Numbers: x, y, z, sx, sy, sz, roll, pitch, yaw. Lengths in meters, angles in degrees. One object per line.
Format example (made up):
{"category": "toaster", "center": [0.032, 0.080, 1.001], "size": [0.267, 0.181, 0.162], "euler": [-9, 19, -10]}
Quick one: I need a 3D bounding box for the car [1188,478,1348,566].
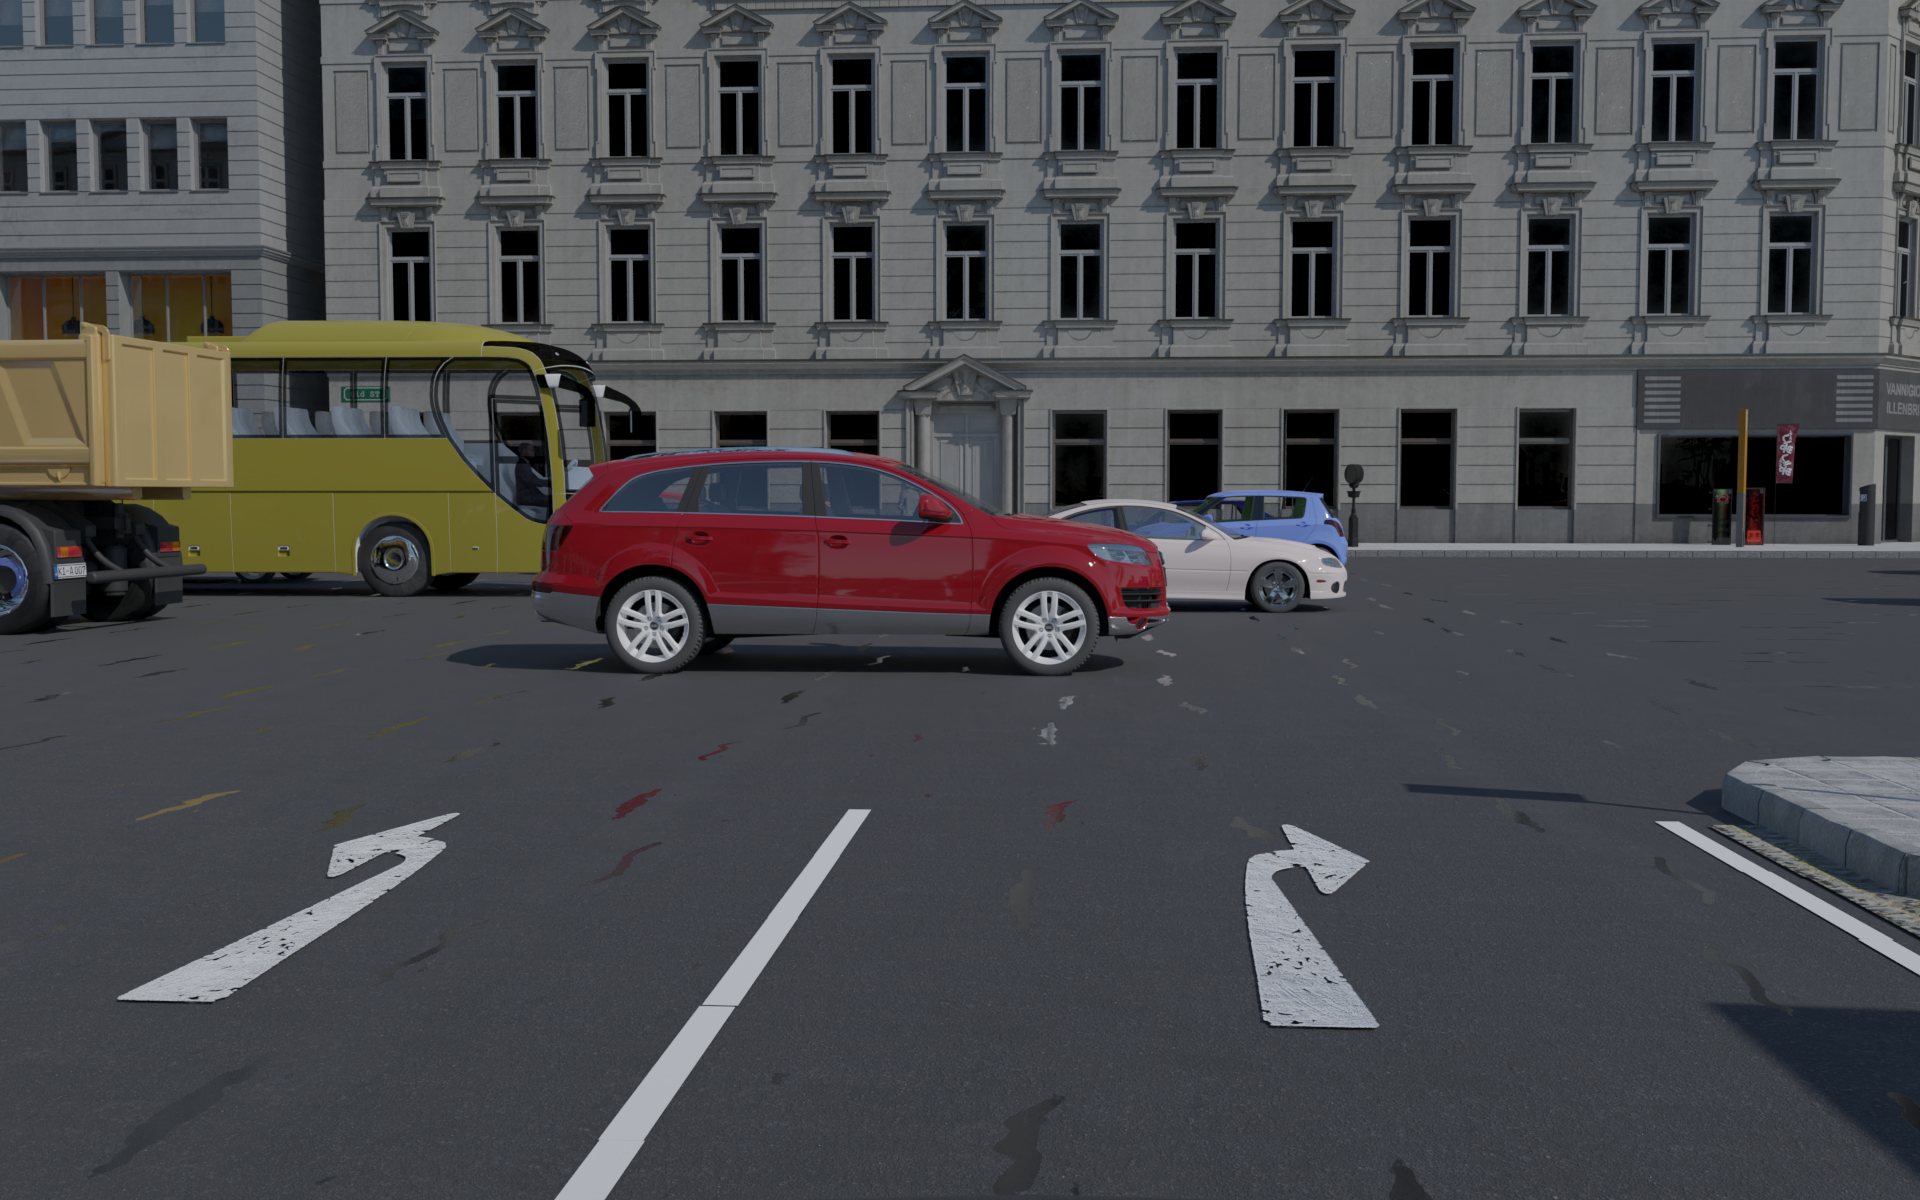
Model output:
{"category": "car", "center": [4.445, -1.148, 28.369], "size": [3.694, 1.707, 1.945], "euler": [0, 4, 3]}

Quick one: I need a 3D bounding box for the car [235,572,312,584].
{"category": "car", "center": [-12.710, -1.195, 28.575], "size": [4.494, 1.783, 2.155], "euler": [0, 4, 3]}

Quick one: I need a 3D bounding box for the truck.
{"category": "truck", "center": [-13.230, -1.416, 19.074], "size": [9.791, 3.379, 3.469], "euler": [0, 4, 6]}

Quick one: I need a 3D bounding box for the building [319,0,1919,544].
{"category": "building", "center": [4.783, -16.896, 52.670], "size": [44.131, 29.872, 17.030], "euler": [0, 4, 4]}

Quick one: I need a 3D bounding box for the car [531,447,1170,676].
{"category": "car", "center": [-0.892, -0.364, 14.618], "size": [5.304, 1.827, 2.281], "euler": [0, 4, 3]}

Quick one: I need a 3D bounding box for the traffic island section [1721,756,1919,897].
{"category": "traffic island section", "center": [4.412, 0.936, 6.980], "size": [2.009, 0.180, 2.903], "euler": [0, 4, 4]}

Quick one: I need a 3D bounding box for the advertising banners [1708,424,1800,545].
{"category": "advertising banners", "center": [19.830, -2.880, 43.279], "size": [2.074, 3.025, 0.090], "euler": [1, 4, 11]}

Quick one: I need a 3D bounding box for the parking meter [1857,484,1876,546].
{"category": "parking meter", "center": [22.538, -2.118, 43.047], "size": [0.372, 1.533, 0.369], "euler": [0, 3, 0]}

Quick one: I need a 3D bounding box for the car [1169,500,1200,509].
{"category": "car", "center": [4.278, -1.255, 33.102], "size": [3.894, 1.354, 1.945], "euler": [0, 4, 6]}

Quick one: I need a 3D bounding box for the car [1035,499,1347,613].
{"category": "car", "center": [2.419, -0.577, 21.799], "size": [4.827, 1.381, 2.083], "euler": [0, 4, 3]}

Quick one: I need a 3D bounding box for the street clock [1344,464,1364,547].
{"category": "street clock", "center": [9.526, -2.284, 41.916], "size": [0.358, 2.002, 0.471], "euler": [-2, 4, -27]}

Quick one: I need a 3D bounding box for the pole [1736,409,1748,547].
{"category": "pole", "center": [18.821, -2.927, 41.692], "size": [0.158, 3.312, 0.155], "euler": [0, 3, 0]}

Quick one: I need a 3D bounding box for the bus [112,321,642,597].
{"category": "bus", "center": [-11.019, -2.061, 25.249], "size": [12.252, 3.916, 2.896], "euler": [0, 4, 3]}

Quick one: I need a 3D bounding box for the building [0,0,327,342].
{"category": "building", "center": [-33.039, -16.818, 52.473], "size": [29.804, 29.767, 11.434], "euler": [0, 4, 4]}
